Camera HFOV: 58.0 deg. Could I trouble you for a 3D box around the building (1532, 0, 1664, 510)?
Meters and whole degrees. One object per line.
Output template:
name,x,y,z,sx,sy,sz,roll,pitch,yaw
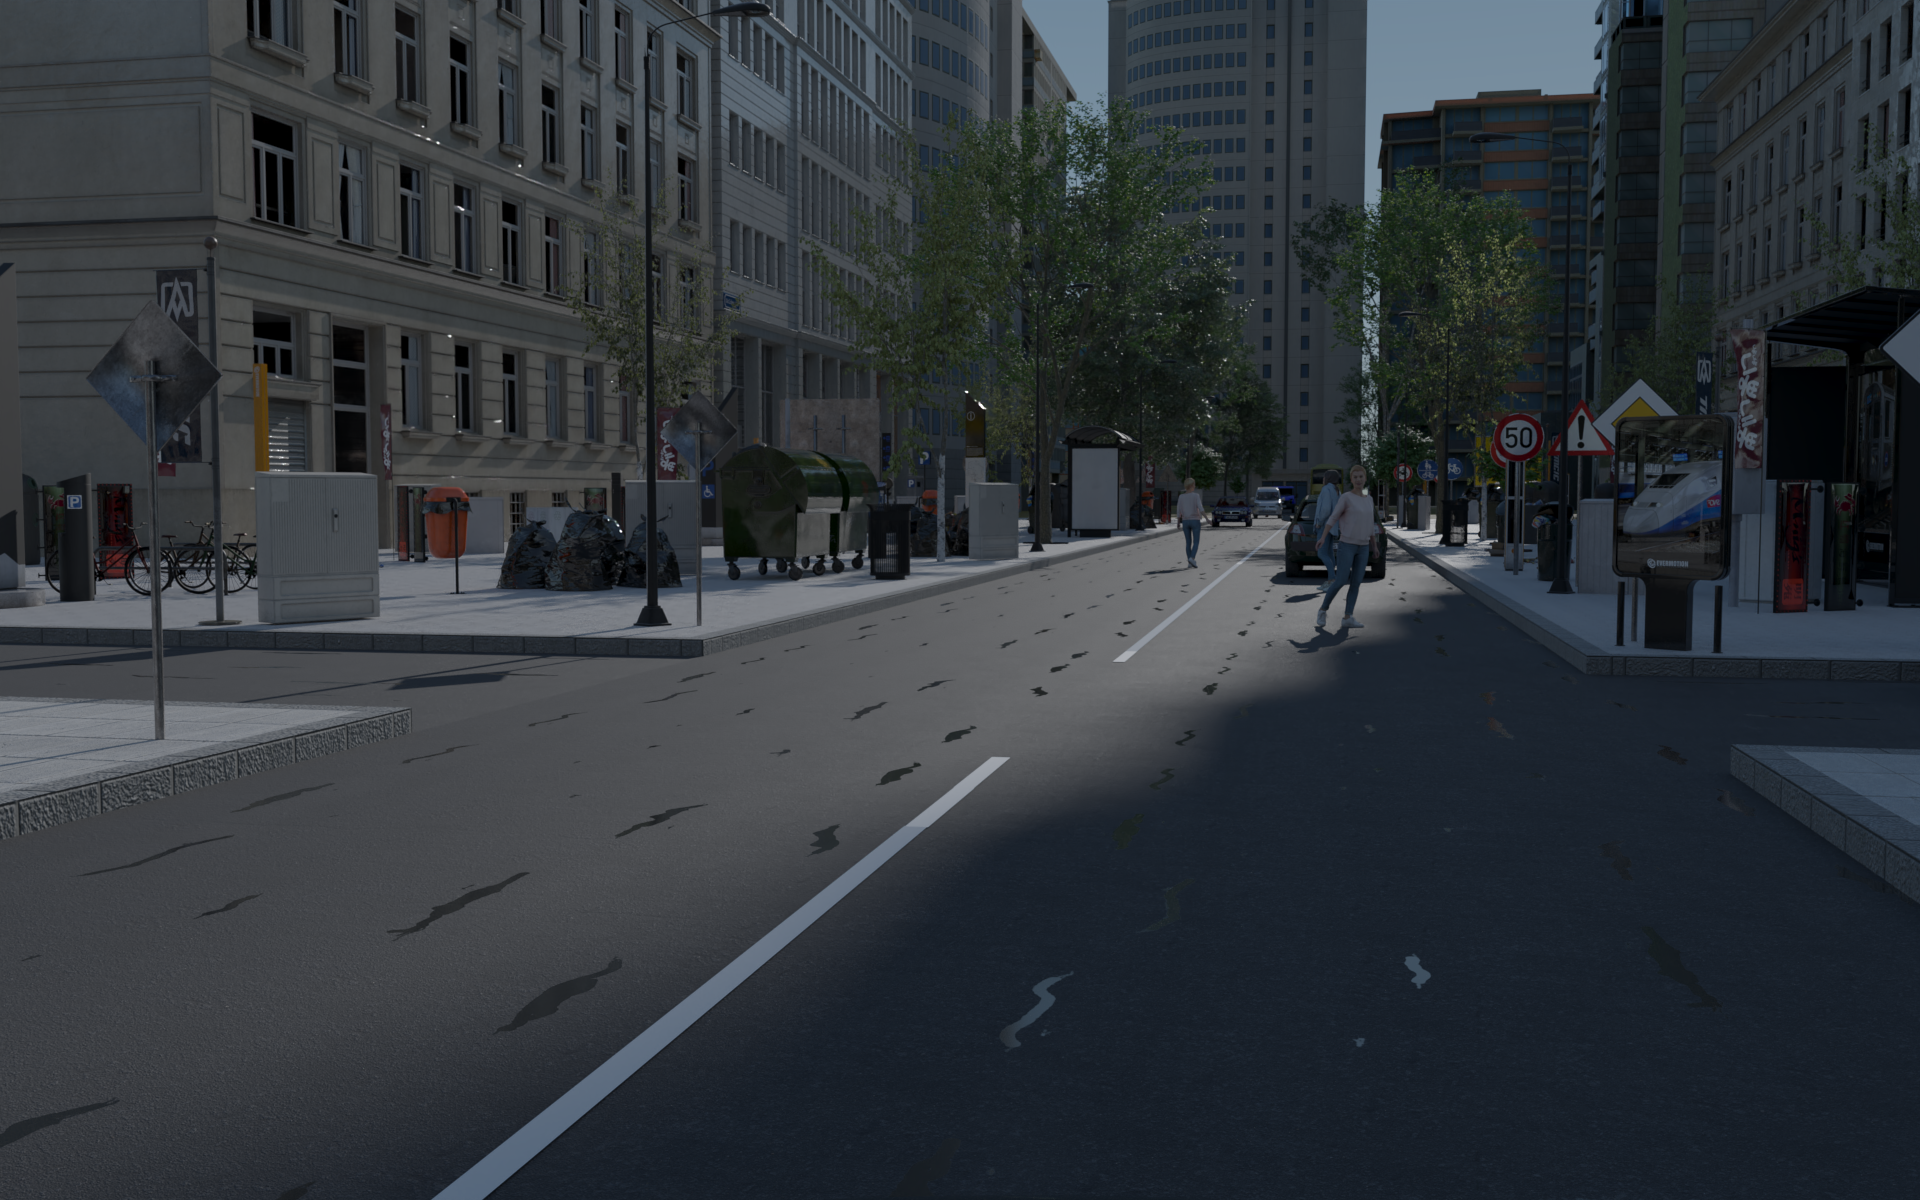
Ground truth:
building,55.671,-49.815,127.141,22.319,86.520,31.000,1,4,12

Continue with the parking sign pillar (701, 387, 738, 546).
parking sign pillar,-6.007,-3.350,43.250,1.447,3.967,1.447,1,4,18

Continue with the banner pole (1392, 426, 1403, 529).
banner pole,16.083,-4.503,63.642,0.401,3.779,0.863,1,4,20

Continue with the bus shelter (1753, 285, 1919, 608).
bus shelter,11.673,-1.904,22.407,1.731,3.624,6.357,1,4,12

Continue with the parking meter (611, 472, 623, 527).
parking meter,-9.306,-2.530,47.079,0.255,1.863,0.399,0,4,1

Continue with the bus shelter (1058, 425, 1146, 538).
bus shelter,4.435,-3.641,53.451,2.014,3.302,5.546,1,4,12

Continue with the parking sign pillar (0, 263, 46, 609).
parking sign pillar,-11.256,-1.907,19.654,1.447,3.967,1.447,0,4,5

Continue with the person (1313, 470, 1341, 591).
person,5.491,-1.039,25.749,0.793,1.790,0.793,0,4,-5

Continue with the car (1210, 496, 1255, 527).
car,12.064,-3.921,76.694,1.945,1.354,3.894,1,4,11

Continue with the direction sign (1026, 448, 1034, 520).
direction sign,3.447,-5.682,84.903,0.379,3.537,0.876,2,4,28

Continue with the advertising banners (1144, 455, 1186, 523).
advertising banners,9.127,-4.913,76.511,2.074,3.025,0.090,0,4,3

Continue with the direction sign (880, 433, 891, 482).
direction sign,-2.965,-4.414,64.173,0.876,3.537,0.379,1,4,20

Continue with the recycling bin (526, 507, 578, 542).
recycling bin,-7.807,-1.263,33.197,0.722,1.027,0.722,3,4,36

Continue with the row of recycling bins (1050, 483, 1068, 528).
row of recycling bins,3.933,-3.914,71.110,1.069,1.692,3.534,0,4,7

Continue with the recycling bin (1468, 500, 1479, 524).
recycling bin,22.027,-3.802,74.714,0.722,1.027,0.722,1,4,18

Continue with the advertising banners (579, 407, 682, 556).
advertising banners,-6.610,-2.365,34.848,2.074,3.025,0.090,0,4,-1

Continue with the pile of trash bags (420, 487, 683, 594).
pile of trash bags,-5.575,-0.829,23.311,3.447,1.369,1.912,-3,5,-43

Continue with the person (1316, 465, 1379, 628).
person,4.092,-0.581,18.672,0.731,1.740,0.598,-3,4,-38

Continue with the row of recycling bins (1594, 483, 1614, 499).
row of recycling bins,24.367,-3.467,63.794,3.534,1.692,1.069,-3,5,-44

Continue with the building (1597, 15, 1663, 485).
building,47.026,-20.535,107.447,14.160,30.474,14.107,1,4,12

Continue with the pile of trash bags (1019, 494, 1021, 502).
pile of trash bags,1.351,-4.563,84.356,3.447,1.369,1.912,-1,4,-23

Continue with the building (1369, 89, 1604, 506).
building,59.156,-32.805,190.979,28.867,44.769,22.147,1,4,12

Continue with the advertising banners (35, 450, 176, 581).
advertising banners,-12.788,-1.831,26.121,2.074,3.025,0.090,-3,4,-38

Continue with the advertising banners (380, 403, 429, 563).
advertising banners,-10.613,-2.252,33.005,0.090,3.025,2.074,-3,5,-40

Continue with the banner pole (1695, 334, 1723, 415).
banner pole,11.666,-2.263,27.018,0.863,3.779,0.401,-3,4,-36

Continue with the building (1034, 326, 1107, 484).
building,3.381,-22.058,205.681,28.899,21.520,27.650,1,4,12

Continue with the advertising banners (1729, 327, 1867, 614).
advertising banners,9.007,-1.374,18.649,2.074,3.025,0.090,-2,4,-24

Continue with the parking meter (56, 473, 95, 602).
parking meter,-10.601,-0.755,20.756,0.372,1.533,0.369,0,3,0

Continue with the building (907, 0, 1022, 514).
building,-8.852,-34.636,108.304,21.231,58.520,28.212,1,4,12

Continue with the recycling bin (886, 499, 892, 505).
recycling bin,-3.644,-4.213,81.444,0.722,1.027,0.722,2,4,25

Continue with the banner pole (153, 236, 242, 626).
banner pole,-7.509,-1.650,16.999,0.863,3.779,0.401,1,4,14

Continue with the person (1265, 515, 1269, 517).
person,18.954,-5.859,107.534,0.697,1.427,0.421,0,4,7

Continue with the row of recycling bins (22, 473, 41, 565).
row of recycling bins,-17.553,-1.400,30.002,1.069,1.692,3.534,1,4,16

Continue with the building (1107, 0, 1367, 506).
building,31.144,-40.002,196.027,28.212,58.520,21.231,1,4,12

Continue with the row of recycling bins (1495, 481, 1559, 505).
row of recycling bins,18.066,-2.953,55.399,1.069,1.692,3.534,-1,4,-13

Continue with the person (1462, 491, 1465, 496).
person,48.523,-9.613,166.616,0.436,1.711,0.756,1,4,18

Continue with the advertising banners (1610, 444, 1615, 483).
advertising banners,17.032,-2.857,42.896,2.074,3.025,0.090,0,4,5

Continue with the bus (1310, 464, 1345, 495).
bus,29.710,-9.093,140.219,2.896,3.916,12.252,1,4,12

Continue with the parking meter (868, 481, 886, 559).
parking meter,-1.655,-1.601,34.583,0.372,1.533,0.369,0,3,0

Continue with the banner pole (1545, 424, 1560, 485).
banner pole,21.091,-4.382,61.661,0.863,3.779,0.401,-1,4,-14

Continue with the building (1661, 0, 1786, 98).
building,45.082,-25.049,93.149,14.154,41.232,14.086,1,4,12

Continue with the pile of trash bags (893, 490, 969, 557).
pile of trash bags,-0.434,-1.661,36.908,1.912,1.369,3.447,-1,4,-10

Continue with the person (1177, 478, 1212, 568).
person,4.527,-1.492,33.568,0.731,1.740,0.598,1,4,18

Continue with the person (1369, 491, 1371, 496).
person,39.210,-9.573,165.950,0.436,1.711,0.756,3,5,43

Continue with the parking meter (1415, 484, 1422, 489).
parking meter,21.996,-4.742,83.235,0.255,1.863,0.399,-1,4,-11

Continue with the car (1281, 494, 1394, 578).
car,6.761,-1.302,31.071,2.009,1.686,4.222,1,4,13

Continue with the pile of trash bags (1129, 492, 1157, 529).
pile of trash bags,6.491,-3.357,64.647,1.912,1.369,3.447,2,4,26

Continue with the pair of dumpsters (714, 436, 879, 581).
pair of dumpsters,-2.556,-1.536,27.603,1.574,2.255,4.437,1,4,12
